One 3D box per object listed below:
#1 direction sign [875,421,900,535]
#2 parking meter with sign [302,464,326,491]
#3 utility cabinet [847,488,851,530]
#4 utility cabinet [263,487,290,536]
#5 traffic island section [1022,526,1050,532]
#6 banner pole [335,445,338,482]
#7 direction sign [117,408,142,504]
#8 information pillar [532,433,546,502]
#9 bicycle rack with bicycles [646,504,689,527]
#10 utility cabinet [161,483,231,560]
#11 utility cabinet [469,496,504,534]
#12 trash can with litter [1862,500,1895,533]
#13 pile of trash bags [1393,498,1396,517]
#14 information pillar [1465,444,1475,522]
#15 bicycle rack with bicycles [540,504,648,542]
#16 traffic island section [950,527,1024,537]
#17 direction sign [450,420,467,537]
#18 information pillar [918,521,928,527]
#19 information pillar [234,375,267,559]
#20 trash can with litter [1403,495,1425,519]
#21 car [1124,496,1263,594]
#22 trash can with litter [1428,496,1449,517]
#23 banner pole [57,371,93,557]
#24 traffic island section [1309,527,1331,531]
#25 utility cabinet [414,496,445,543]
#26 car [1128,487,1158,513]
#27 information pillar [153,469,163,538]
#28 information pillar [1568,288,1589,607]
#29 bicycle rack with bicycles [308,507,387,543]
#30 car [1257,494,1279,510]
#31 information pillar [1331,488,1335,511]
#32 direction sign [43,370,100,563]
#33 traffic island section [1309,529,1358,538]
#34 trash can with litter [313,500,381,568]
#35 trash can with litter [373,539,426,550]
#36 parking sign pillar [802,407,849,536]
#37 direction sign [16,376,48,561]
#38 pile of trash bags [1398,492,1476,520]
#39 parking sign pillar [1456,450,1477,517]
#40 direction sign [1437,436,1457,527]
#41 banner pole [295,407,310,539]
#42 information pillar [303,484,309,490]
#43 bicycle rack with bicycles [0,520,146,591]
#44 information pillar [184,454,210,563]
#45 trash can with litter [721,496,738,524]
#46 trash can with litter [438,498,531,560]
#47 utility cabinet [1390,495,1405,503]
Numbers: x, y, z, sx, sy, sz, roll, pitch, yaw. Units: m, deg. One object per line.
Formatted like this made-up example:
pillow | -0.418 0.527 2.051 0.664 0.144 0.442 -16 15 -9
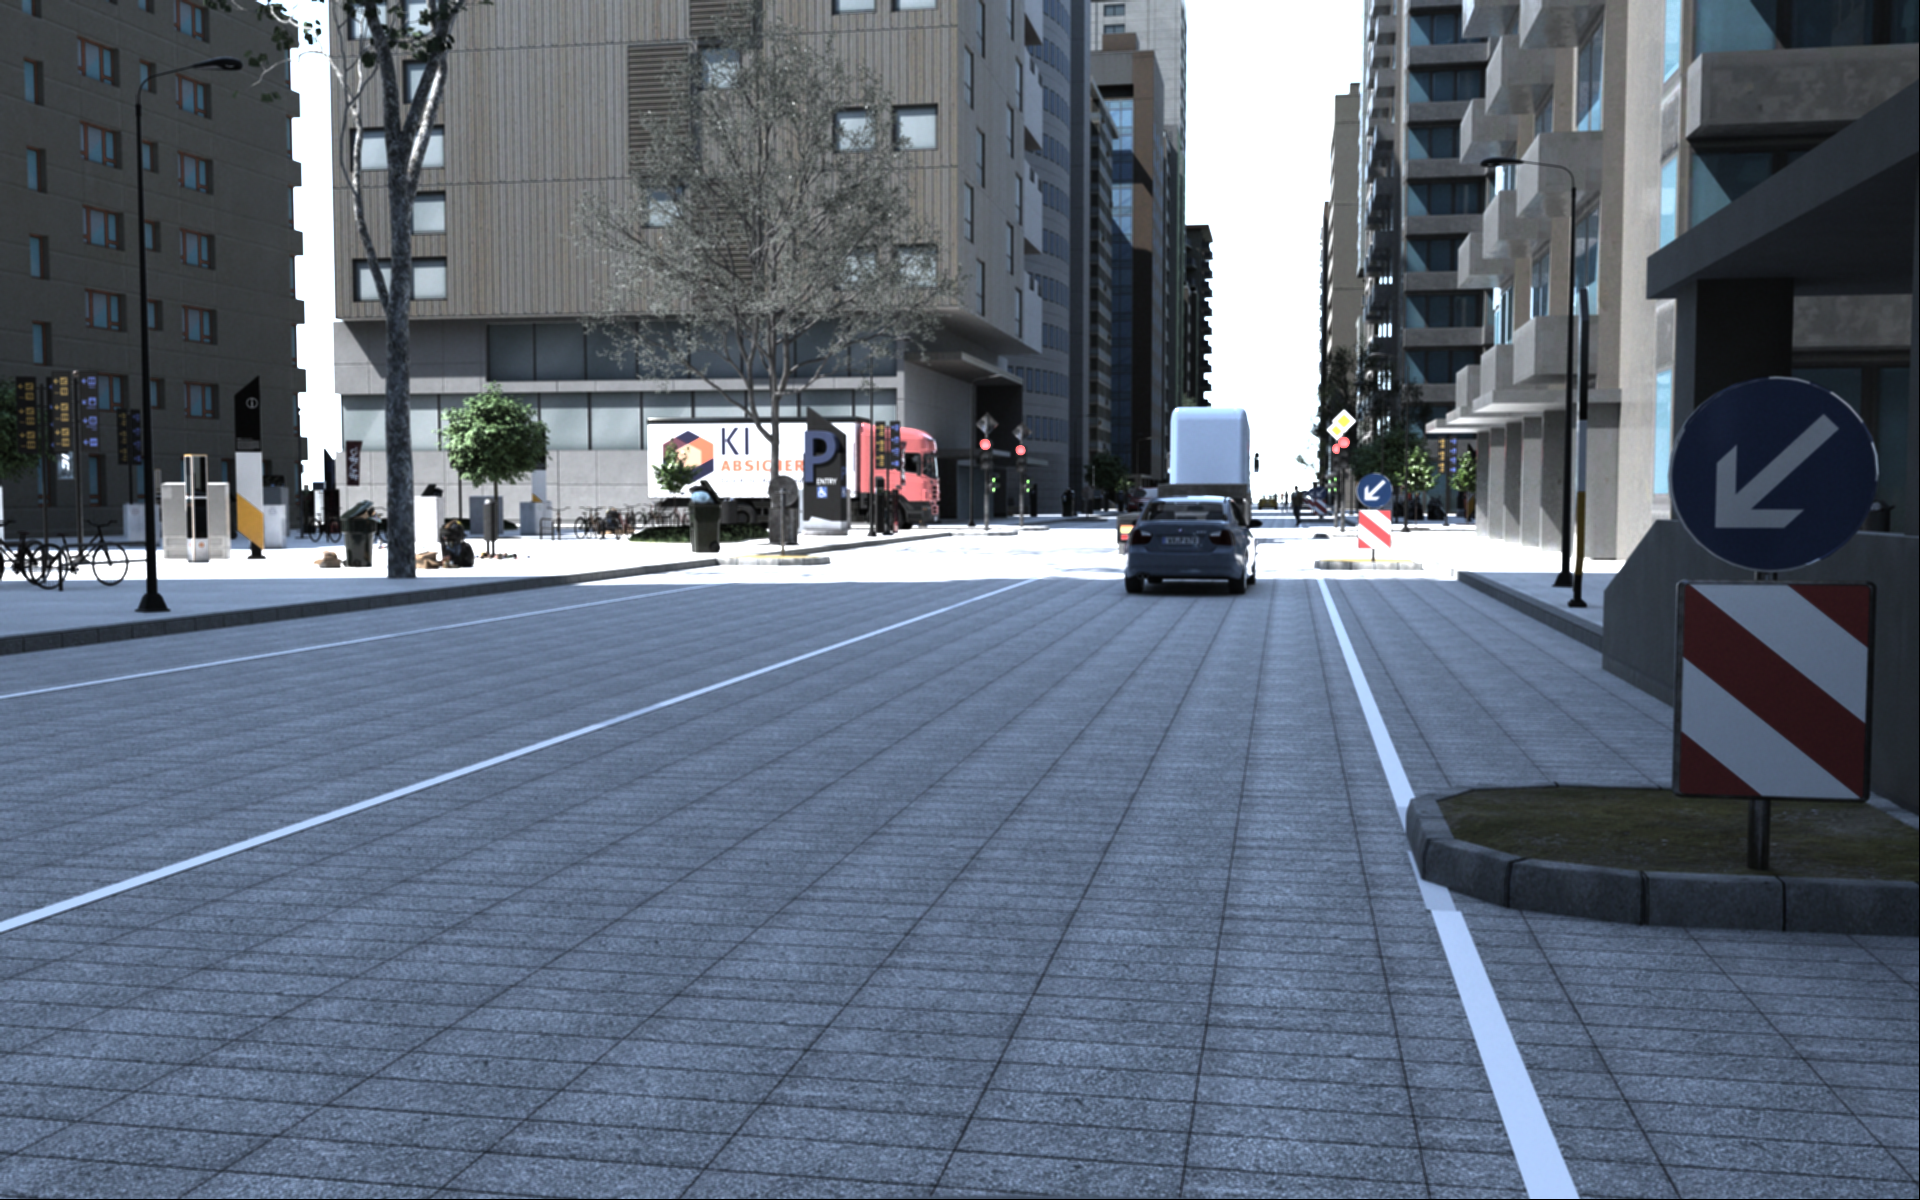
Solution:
direction sign | -2.245 -3.783 53.857 0.876 3.537 0.379 2 4 28
parking meter with sign | -36.880 -6.324 99.655 1.738 3.016 0.543 0 4 -7
utility cabinet | -4.248 -3.201 61.007 0.318 1.500 1.173 2 4 25
utility cabinet | -20.673 -2.658 52.141 1.173 1.500 0.318 2 4 33
traffic island section | 2.383 -2.773 67.624 2.009 0.180 2.903 1 4 11
banner pole | -31.531 -5.969 87.609 0.401 3.779 0.863 -1 4 -12
direction sign | -22.115 -3.314 46.173 0.379 3.537 0.876 1 4 12
information pillar | -14.333 -4.139 59.024 0.504 3.616 0.183 -2 4 -24
bicycle rack with bicycles | -11.126 -2.950 61.620 2.852 0.926 2.925 -2 4 -32
utility cabinet | -14.785 -1.520 33.527 1.173 1.500 0.318 0 4 -7
utility cabinet | -15.084 -2.692 55.179 1.020 1.237 0.306 -1 4 -10
trash can with litter | 10.987 -0.585 20.615 1.678 1.210 2.233 0 4 1
pile of trash bags | 24.398 -5.389 97.869 1.912 1.369 3.447 0 4 -5
information pillar | 23.727 -5.450 80.465 0.504 3.616 0.183 -3 4 -39
bicycle rack with bicycles | -10.465 -2.119 48.031 2.852 0.926 2.925 -1 4 -23
traffic island section | 0.898 -2.293 59.778 2.009 0.180 2.903 1 4 11
direction sign | -15.091 -3.686 52.262 0.379 3.537 0.876 1 4 20
information pillar | -1.385 -4.652 67.419 0.504 3.616 0.183 2 4 35
information pillar | -13.971 -2.613 34.077 0.504 3.616 0.183 -1 4 -14
trash can with litter | 23.455 -4.725 88.308 1.678 1.210 2.233 1 4 16
car | 3.547 -0.874 26.298 2.014 1.417 4.499 1 4 13
trash can with litter | 25.194 -4.879 91.152 1.055 1.170 0.624 1 4 12
banner pole | -18.147 -2.773 35.353 0.863 3.779 0.401 2 4 24
traffic island section | 14.214 -2.637 65.388 2.009 0.180 2.903 1 4 11
utility cabinet | -14.049 -2.107 45.614 1.020 1.237 0.306 2 4 26
car | 9.967 -5.008 90.553 2.281 1.827 5.304 1 4 12
information pillar | -23.691 -2.839 50.914 0.304 2.012 0.304 1 4 8
information pillar | 7.025 -1.727 19.588 0.183 3.616 0.504 1 4 16
bicycle rack with bicycles | -15.724 -2.014 46.314 2.852 0.926 2.925 -3 5 -44
car | 28.425 -9.145 159.750 2.015 1.641 3.980 1 4 12
information pillar | 27.781 -7.584 128.490 0.304 2.012 0.304 -3 5 -44
direction sign | -16.220 -2.436 31.833 0.876 3.537 0.379 0 4 5
traffic island section | 12.729 -2.157 57.542 2.009 0.180 2.903 1 4 11
trash can with litter | -10.674 -1.148 30.151 1.055 1.170 0.624 -3 5 -44
trash can with litter | -13.352 -1.793 40.377 1.678 1.210 2.233 -1 4 -15
parking sign pillar | -4.142 -3.951 53.069 1.447 3.967 1.447 1 4 22
direction sign | -17.715 -2.538 33.494 0.876 3.537 0.379 -1 4 -16
pile of trash bags | 23.528 -4.602 84.992 3.447 1.369 1.912 2 4 24
parking sign pillar | 28.442 -6.612 96.585 1.447 3.967 1.447 0 4 3
direction sign | 19.087 -4.642 67.893 0.379 3.537 0.876 -3 4 -39
banner pole | -19.151 -3.685 50.273 0.401 3.779 0.863 -2 4 -24
information pillar | -48.187 -7.535 127.691 0.304 2.012 0.304 1 4 22
bicycle rack with bicycles | -12.750 -0.640 23.852 2.852 0.926 2.925 1 4 14
information pillar | -14.228 -1.701 32.300 0.304 2.012 0.304 3 5 42
trash can with litter | -6.667 -2.567 53.032 2.233 1.210 1.678 -1 4 -10
trash can with litter | -9.311 -1.417 34.232 1.678 1.210 2.233 -2 4 -27
utility cabinet | 26.076 -5.650 103.541 1.020 1.237 0.306 -1 4 -20
